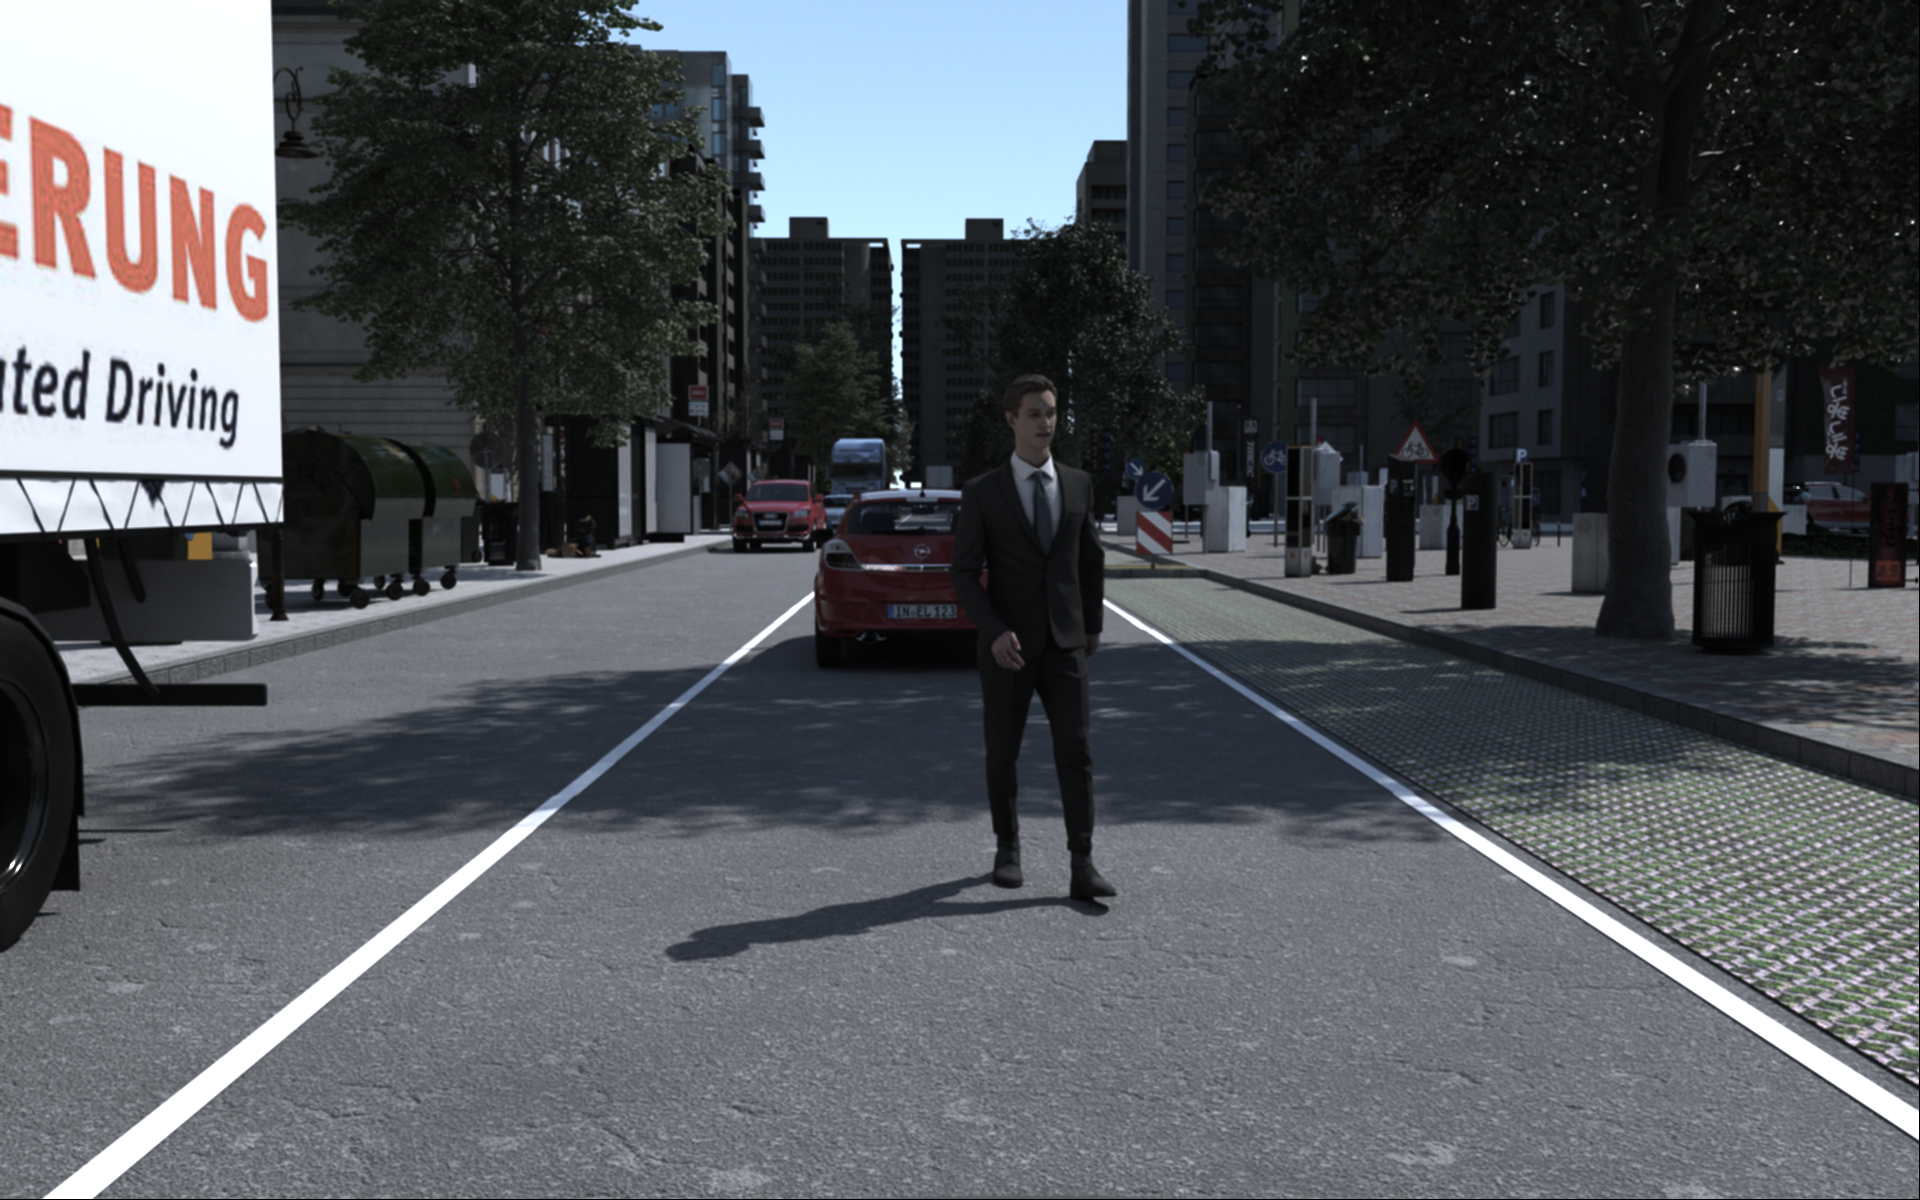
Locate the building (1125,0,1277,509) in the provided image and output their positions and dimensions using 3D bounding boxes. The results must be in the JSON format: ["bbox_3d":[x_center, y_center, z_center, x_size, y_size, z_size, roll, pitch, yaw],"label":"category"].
[{"bbox_3d":[25.730,-37.658,157.702,21.231,58.520,28.212,0,4,-1],"label":"building"}]

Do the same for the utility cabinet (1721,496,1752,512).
[{"bbox_3d":[21.638,-2.271,48.297,1.020,1.237,0.306,-2,4,-34],"label":"utility cabinet"}]

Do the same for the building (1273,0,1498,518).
[{"bbox_3d":[25.125,-25.412,99.073,14.154,41.232,14.086,0,4,-1],"label":"building"}]

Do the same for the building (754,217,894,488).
[{"bbox_3d":[-21.422,-33.867,245.610,23.993,40.220,32.217,0,4,-1],"label":"building"}]

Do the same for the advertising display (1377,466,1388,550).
[{"bbox_3d":[9.951,-2.115,39.786,0.123,1.923,0.974,-2,4,-27],"label":"advertising display"}]

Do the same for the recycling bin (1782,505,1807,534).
[{"bbox_3d":[19.398,-1.728,40.809,0.722,1.027,0.722,-1,4,-13],"label":"recycling bin"}]

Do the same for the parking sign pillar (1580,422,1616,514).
[{"bbox_3d":[22.893,-4.489,61.869,1.447,3.967,1.447,-1,4,-9],"label":"parking sign pillar"}]

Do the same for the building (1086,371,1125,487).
[{"bbox_3d":[28.113,-20.938,187.368,27.650,21.520,28.899,0,4,-1],"label":"building"}]

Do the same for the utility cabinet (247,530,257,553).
[{"bbox_3d":[-15.622,-1.605,37.400,0.306,1.237,1.020,3,5,44],"label":"utility cabinet"}]

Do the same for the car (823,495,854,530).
[{"bbox_3d":[-4.264,-3.058,61.996,2.014,1.417,4.499,0,4,-2],"label":"car"}]

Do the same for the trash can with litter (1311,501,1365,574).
[{"bbox_3d":[5.919,-1.007,27.852,1.055,1.170,0.624,0,4,-3],"label":"trash can with litter"}]

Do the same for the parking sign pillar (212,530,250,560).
[{"bbox_3d":[-14.544,-2.751,33.454,1.447,3.967,1.447,0,4,-1],"label":"parking sign pillar"}]

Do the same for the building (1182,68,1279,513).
[{"bbox_3d":[22.500,-21.390,121.423,14.160,30.474,14.107,0,4,-1],"label":"building"}]

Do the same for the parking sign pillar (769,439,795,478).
[{"bbox_3d":[-8.806,-5.952,85.793,1.447,3.967,1.447,2,4,34],"label":"parking sign pillar"}]

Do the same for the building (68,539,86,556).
[{"bbox_3d":[-26.813,-11.095,36.154,16.860,20.320,10.420,0,4,-1],"label":"building"}]

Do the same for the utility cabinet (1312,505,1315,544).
[{"bbox_3d":[8.818,-2.199,44.636,0.318,1.500,1.173,0,4,-6],"label":"utility cabinet"}]

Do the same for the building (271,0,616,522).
[{"bbox_3d":[-27.623,-15.439,85.717,16.112,22.955,30.059,0,4,-1],"label":"building"}]

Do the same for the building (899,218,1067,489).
[{"bbox_3d":[3.410,-33.943,246.846,23.993,40.220,32.217,0,4,-1],"label":"building"}]

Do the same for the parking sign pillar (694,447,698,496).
[{"bbox_3d":[-14.477,-6.747,98.782,1.447,3.967,1.447,0,4,-7],"label":"parking sign pillar"}]

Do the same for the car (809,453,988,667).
[{"bbox_3d":[-0.337,-0.416,15.842,2.155,1.783,4.494,0,4,-1],"label":"car"}]

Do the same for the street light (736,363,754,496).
[{"bbox_3d":[-7.549,-5.397,61.031,0.468,5.910,1.993,0,4,-1],"label":"street light"}]

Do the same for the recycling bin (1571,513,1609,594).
[{"bbox_3d":[8.443,-0.609,22.516,0.722,1.027,0.722,3,5,44],"label":"recycling bin"}]

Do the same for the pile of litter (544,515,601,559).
[{"bbox_3d":[-7.858,-1.299,35.198,1.176,0.858,1.719,0,4,-3],"label":"pile of litter"}]

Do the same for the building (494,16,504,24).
[{"bbox_3d":[-73.295,-48.941,238.434,20.611,71.187,20.563,0,4,-1],"label":"building"}]

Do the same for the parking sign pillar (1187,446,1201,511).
[{"bbox_3d":[12.458,-6.288,91.288,1.447,3.967,1.447,-1,4,-11],"label":"parking sign pillar"}]

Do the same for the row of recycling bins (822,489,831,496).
[{"bbox_3d":[-9.446,-6.807,118.409,3.534,1.692,1.069,3,5,45],"label":"row of recycling bins"}]

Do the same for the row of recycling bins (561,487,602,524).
[{"bbox_3d":[-16.793,-4.201,75.798,3.534,1.692,1.069,-1,4,-21],"label":"row of recycling bins"}]

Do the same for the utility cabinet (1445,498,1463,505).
[{"bbox_3d":[25.270,-4.718,88.298,1.020,1.237,0.306,2,4,25],"label":"utility cabinet"}]

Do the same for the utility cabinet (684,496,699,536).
[{"bbox_3d":[-8.607,-2.598,53.637,1.020,1.237,0.306,-2,4,-26],"label":"utility cabinet"}]

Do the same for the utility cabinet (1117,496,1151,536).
[{"bbox_3d":[5.345,-2.572,53.212,1.020,1.237,0.306,0,4,-2],"label":"utility cabinet"}]

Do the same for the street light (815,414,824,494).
[{"bbox_3d":[-8.116,-7.796,100.246,0.468,5.910,1.993,0,4,-1],"label":"street light"}]

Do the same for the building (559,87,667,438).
[{"bbox_3d":[-26.374,-17.904,110.747,12.078,24.808,19.932,0,4,-1],"label":"building"}]

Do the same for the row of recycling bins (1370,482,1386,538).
[{"bbox_3d":[12.846,-2.772,52.439,1.069,1.692,3.534,1,4,12],"label":"row of recycling bins"}]

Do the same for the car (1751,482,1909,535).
[{"bbox_3d":[28.896,-2.993,57.611,5.304,1.827,2.281,0,4,-2],"label":"car"}]

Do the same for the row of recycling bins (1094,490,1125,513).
[{"bbox_3d":[9.613,-6.684,116.396,3.534,1.692,1.069,-2,4,-31],"label":"row of recycling bins"}]

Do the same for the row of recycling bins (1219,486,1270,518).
[{"bbox_3d":[15.065,-5.285,93.524,3.534,1.692,1.069,-1,4,-22],"label":"row of recycling bins"}]

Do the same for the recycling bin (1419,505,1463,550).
[{"bbox_3d":[11.138,-1.685,40.111,0.722,1.027,0.722,-2,4,-35],"label":"recycling bin"}]

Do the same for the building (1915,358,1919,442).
[{"bbox_3d":[60.933,-30.410,86.437,27.495,52.752,28.713,0,4,-1],"label":"building"}]

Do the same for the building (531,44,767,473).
[{"bbox_3d":[-36.740,-34.756,187.874,30.456,49.044,23.786,0,4,-1],"label":"building"}]

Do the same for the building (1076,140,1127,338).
[{"bbox_3d":[26.864,-37.707,240.211,21.600,48.544,21.300,0,4,-1],"label":"building"}]

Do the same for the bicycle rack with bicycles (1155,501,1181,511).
[{"bbox_3d":[12.779,-5.493,103.187,2.925,0.926,2.852,0,4,5],"label":"bicycle rack with bicycles"}]

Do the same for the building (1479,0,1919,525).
[{"bbox_3d":[32.268,-18.667,76.910,14.107,30.474,14.160,0,4,-1],"label":"building"}]

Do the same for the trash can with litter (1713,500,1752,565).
[{"bbox_3d":[13.901,-1.220,31.328,0.624,1.170,1.055,0,4,-3],"label":"trash can with litter"}]

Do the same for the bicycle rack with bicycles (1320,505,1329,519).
[{"bbox_3d":[17.936,-4.461,86.321,2.925,0.926,2.852,-3,5,-43],"label":"bicycle rack with bicycles"}]

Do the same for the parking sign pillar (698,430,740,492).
[{"bbox_3d":[-9.920,-5.156,72.771,1.447,3.967,1.447,-2,4,-35],"label":"parking sign pillar"}]

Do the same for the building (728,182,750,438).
[{"bbox_3d":[-26.860,-23.548,156.713,14.160,30.474,14.107,0,4,-1],"label":"building"}]

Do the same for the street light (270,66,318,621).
[{"bbox_3d":[-6.909,-2.728,17.397,0.468,5.910,1.993,0,4,-1],"label":"street light"}]

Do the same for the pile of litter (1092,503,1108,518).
[{"bbox_3d":[7.454,-4.915,94.329,1.176,0.858,1.719,0,4,4],"label":"pile of litter"}]

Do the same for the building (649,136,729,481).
[{"bbox_3d":[-27.300,-22.686,142.624,14.160,30.474,14.107,0,4,-1],"label":"building"}]

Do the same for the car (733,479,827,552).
[{"bbox_3d":[-4.569,-2.182,44.353,2.281,1.827,5.304,0,3,0],"label":"car"}]
